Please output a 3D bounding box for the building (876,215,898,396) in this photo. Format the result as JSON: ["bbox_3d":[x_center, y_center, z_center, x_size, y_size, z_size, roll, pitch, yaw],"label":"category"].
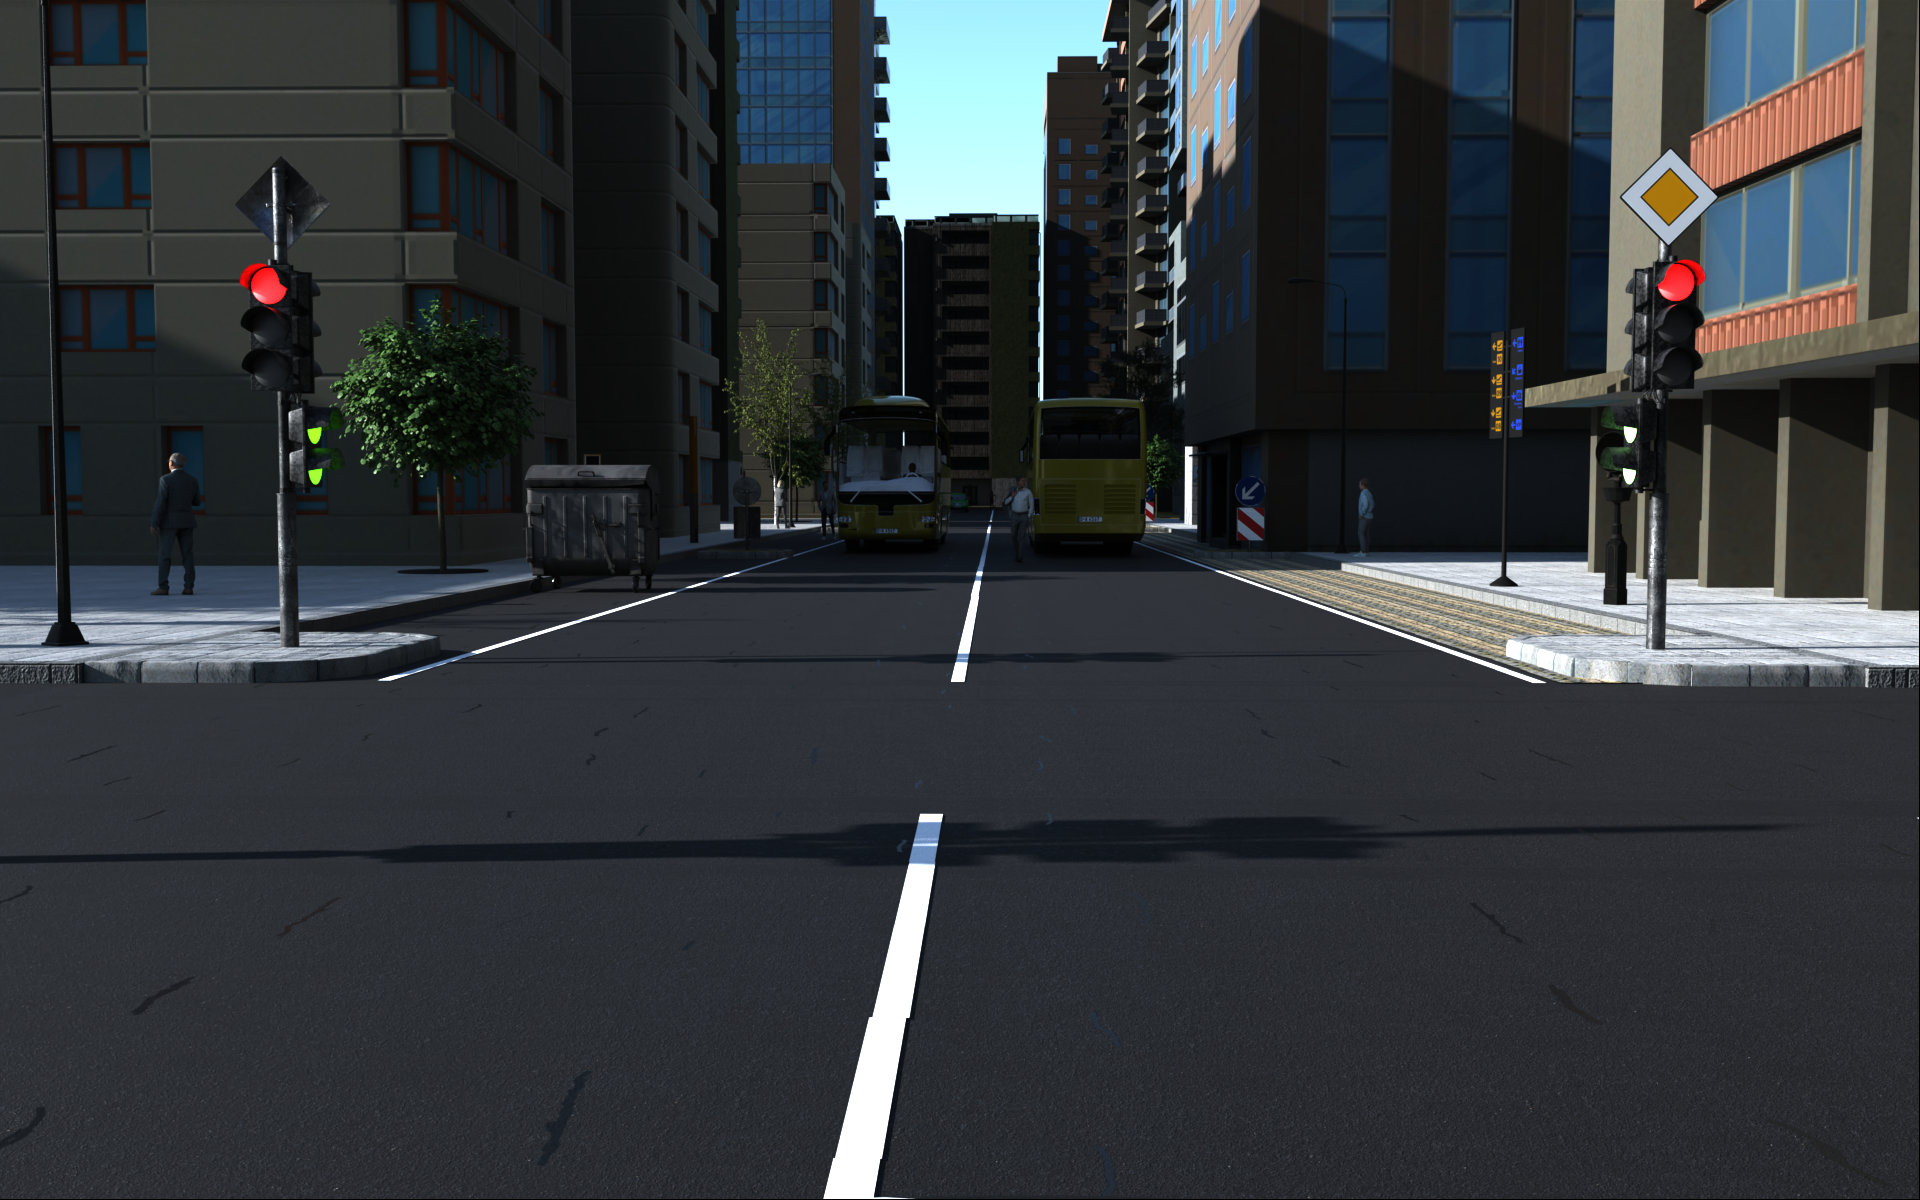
[{"bbox_3d":[-13.197,-25.065,181.514,14.107,30.474,14.160,0,4,1],"label":"building"}]

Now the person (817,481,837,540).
[{"bbox_3d":[-4.149,-2.805,54.213,0.661,1.843,0.795,1,4,10],"label":"person"}]

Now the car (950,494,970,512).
[{"bbox_3d":[-0.203,-7.828,136.777,1.959,1.807,4.718,0,3,0],"label":"car"}]

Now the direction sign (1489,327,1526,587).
[{"bbox_3d":[7.582,-1.960,24.047,0.379,3.537,0.876,-1,4,-12],"label":"direction sign"}]

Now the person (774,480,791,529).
[{"bbox_3d":[-6.639,-3.556,64.367,0.537,1.800,0.526,3,5,40],"label":"person"}]

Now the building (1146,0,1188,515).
[{"bbox_3d":[23.040,-49.221,117.433,22.319,86.520,31.000,0,4,1],"label":"building"}]

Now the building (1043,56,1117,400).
[{"bbox_3d":[15.941,-32.458,180.797,14.200,45.320,14.600,0,4,1],"label":"building"}]

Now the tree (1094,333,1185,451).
[{"bbox_3d":[10.305,-10.102,99.581,7.601,10.594,8.767,-1,4,-10],"label":"tree"}]

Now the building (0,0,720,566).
[{"bbox_3d":[-22.386,-12.225,44.916,27.650,21.520,28.899,0,4,1],"label":"building"}]

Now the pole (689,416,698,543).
[{"bbox_3d":[-6.974,-3.150,45.348,0.158,3.312,0.155,0,3,0],"label":"pole"}]

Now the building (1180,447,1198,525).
[{"bbox_3d":[20.179,-32.420,72.068,21.231,58.520,28.212,0,4,1],"label":"building"}]

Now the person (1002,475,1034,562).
[{"bbox_3d":[1.229,-1.715,36.647,0.679,1.850,0.850,1,4,10],"label":"person"}]

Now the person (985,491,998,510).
[{"bbox_3d":[2.867,-9.038,156.957,1.217,1.739,0.721,1,4,15],"label":"person"}]

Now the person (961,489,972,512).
[{"bbox_3d":[0.276,-8.084,140.686,1.348,1.822,0.705,0,4,-2],"label":"person"}]

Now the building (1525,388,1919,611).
[{"bbox_3d":[23.614,-22.549,23.294,28.867,44.769,22.147,0,4,1],"label":"building"}]

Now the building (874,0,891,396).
[{"bbox_3d":[-21.643,-32.629,153.097,30.456,49.044,23.786,0,4,1],"label":"building"}]

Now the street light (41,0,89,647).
[{"bbox_3d":[-7.077,-2.569,14.548,1.470,5.913,1.316,0,4,1],"label":"street light"}]

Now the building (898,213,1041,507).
[{"bbox_3d":[1.249,-25.033,180.995,14.107,30.474,14.160,0,4,1],"label":"building"}]

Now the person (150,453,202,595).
[{"bbox_3d":[-10.024,-0.969,22.064,0.590,1.801,0.661,2,4,33],"label":"person"}]

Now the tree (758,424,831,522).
[{"bbox_3d":[-7.618,-5.879,79.843,4.285,4.588,4.351,0,3,0],"label":"tree"}]

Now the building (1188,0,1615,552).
[{"bbox_3d":[13.480,-24.058,43.453,14.600,45.320,14.200,0,4,1],"label":"building"}]

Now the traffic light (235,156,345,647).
[{"bbox_3d":[-5.619,-1.561,14.448,0.839,4.253,0.868,0,4,1],"label":"traffic light"}]

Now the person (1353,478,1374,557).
[{"bbox_3d":[8.284,-1.688,35.458,0.330,1.601,0.589,3,4,38],"label":"person"}]

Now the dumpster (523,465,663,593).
[{"bbox_3d":[-5.402,-1.061,25.568,1.865,1.857,1.264,0,4,1],"label":"dumpster"}]

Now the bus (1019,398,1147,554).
[{"bbox_3d":[3.029,-3.236,44.459,2.896,3.916,12.252,0,4,1],"label":"bus"}]

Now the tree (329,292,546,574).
[{"bbox_3d":[-8.528,-2.731,28.366,4.285,4.588,4.351,0,3,0],"label":"tree"}]

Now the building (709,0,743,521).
[{"bbox_3d":[-18.088,-18.836,79.668,14.160,30.474,14.107,0,4,1],"label":"building"}]

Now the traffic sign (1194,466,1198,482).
[{"bbox_3d":[8.473,-3.586,60.753,0.606,2.300,0.079,0,4,6],"label":"traffic sign"}]

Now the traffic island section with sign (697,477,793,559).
[{"bbox_3d":[-4.817,-1.868,39.175,1.989,1.847,2.006,0,4,1],"label":"traffic island section with sign"}]

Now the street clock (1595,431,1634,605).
[{"bbox_3d":[7.608,-0.947,20.053,0.358,2.002,0.471,-2,4,-32],"label":"street clock"}]

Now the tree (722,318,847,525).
[{"bbox_3d":[-7.706,-7.432,71.881,4.737,8.622,4.395,0,3,0],"label":"tree"}]

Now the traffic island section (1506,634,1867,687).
[{"bbox_3d":[5.780,0.486,14.339,2.009,0.180,2.903,0,4,1],"label":"traffic island section"}]

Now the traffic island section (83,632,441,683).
[{"bbox_3d":[-5.658,0.471,14.583,2.009,0.180,2.903,0,4,1],"label":"traffic island section"}]

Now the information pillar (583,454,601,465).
[{"bbox_3d":[-6.789,-1.684,32.026,0.304,2.012,0.304,-1,4,-15],"label":"information pillar"}]

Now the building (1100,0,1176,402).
[{"bbox_3d":[23.445,-30.212,148.584,22.147,44.769,28.867,0,4,1],"label":"building"}]

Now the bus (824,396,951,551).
[{"bbox_3d":[-1.650,-3.386,46.908,2.896,3.916,12.252,0,4,1],"label":"bus"}]

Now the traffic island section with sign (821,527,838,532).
[{"bbox_3d":[-4.237,-3.517,66.124,1.989,1.847,2.006,0,4,1],"label":"traffic island section with sign"}]

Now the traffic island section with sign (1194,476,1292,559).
[{"bbox_3d":[6.308,-1.853,38.932,1.989,1.847,2.006,0,4,1],"label":"traffic island section with sign"}]

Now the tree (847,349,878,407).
[{"bbox_3d":[-6.043,-8.328,86.518,4.737,8.622,4.395,0,3,0],"label":"tree"}]

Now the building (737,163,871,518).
[{"bbox_3d":[-20.250,-15.929,105.485,27.650,21.520,28.899,0,4,1],"label":"building"}]

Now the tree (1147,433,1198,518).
[{"bbox_3d":[10.454,-6.647,92.391,4.285,4.588,4.351,0,3,0],"label":"tree"}]

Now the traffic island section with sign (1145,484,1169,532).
[{"bbox_3d":[6.880,-3.502,65.881,1.989,1.847,2.006,0,4,1],"label":"traffic island section with sign"}]

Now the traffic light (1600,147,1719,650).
[{"bbox_3d":[5.740,-1.548,14.226,0.839,4.253,0.868,0,4,1],"label":"traffic light"}]

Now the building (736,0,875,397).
[{"bbox_3d":[-13.631,-29.143,126.600,14.600,45.320,14.200,0,4,1],"label":"building"}]

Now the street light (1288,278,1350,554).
[{"bbox_3d":[7.727,-3.961,37.303,1.470,5.913,1.316,0,4,1],"label":"street light"}]

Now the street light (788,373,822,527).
[{"bbox_3d":[-5.975,-5.751,66.570,1.470,5.913,1.316,0,4,1],"label":"street light"}]
